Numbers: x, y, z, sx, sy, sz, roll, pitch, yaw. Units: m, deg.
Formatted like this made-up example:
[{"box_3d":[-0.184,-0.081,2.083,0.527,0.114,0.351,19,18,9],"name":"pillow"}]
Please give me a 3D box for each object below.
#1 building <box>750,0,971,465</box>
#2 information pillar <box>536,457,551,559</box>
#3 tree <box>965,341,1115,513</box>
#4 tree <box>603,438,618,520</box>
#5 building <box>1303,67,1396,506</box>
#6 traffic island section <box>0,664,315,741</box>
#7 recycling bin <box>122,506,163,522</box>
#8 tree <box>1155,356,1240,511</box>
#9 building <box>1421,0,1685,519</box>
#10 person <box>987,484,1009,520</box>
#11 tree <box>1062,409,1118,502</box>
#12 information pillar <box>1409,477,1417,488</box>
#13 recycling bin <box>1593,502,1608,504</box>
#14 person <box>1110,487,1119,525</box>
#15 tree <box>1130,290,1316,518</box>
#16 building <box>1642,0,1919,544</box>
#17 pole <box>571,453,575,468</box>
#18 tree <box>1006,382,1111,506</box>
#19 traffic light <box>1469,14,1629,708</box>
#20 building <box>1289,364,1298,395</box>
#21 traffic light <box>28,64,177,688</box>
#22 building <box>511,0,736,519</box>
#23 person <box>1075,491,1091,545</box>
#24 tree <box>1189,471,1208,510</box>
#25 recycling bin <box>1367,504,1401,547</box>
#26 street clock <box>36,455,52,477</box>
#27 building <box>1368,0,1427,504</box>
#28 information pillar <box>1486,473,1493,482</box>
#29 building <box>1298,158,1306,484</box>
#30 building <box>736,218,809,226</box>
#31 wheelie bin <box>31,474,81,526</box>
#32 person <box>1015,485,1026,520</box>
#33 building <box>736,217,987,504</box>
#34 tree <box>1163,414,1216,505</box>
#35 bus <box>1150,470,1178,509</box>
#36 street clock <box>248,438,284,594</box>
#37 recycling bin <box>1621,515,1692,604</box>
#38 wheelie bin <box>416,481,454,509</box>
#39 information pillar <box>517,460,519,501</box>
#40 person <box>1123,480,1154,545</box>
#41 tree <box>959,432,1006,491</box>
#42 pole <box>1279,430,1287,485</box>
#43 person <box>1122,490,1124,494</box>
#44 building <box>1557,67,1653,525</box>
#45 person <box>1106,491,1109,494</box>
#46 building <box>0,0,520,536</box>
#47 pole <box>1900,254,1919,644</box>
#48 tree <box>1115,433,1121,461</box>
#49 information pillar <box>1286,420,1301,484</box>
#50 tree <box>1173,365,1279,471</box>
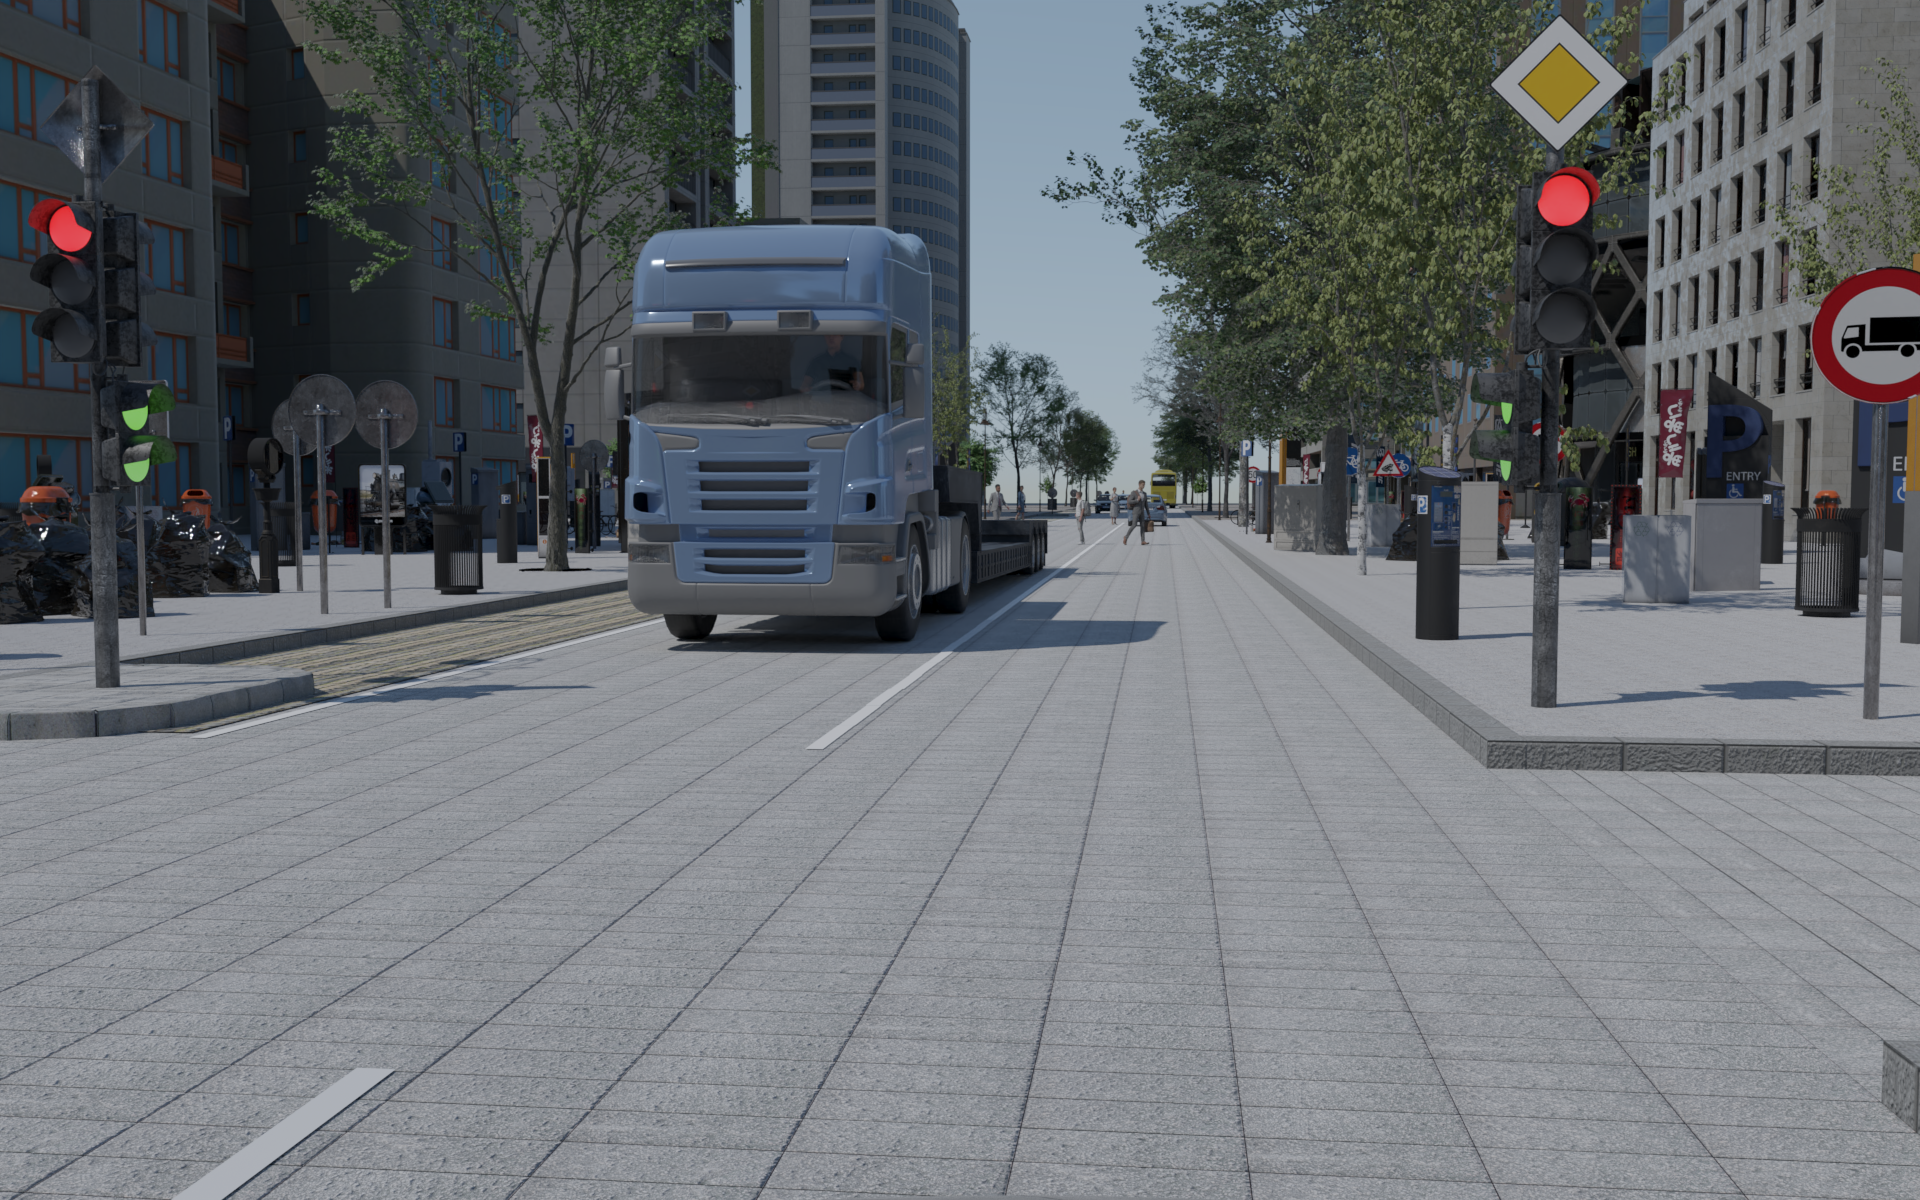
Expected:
[{"box_3d":[-10.818,-40.188,199.073,21.231,58.520,28.212,0,4,7],"name":"building"},{"box_3d":[-8.217,-1.835,34.488,0.304,2.012,0.304,1,4,12],"name":"information pillar"},{"box_3d":[3.890,-11.764,118.090,9.928,11.665,9.643,0,3,0],"name":"tree"},{"box_3d":[-16.492,-6.252,85.934,4.285,4.588,4.351,0,3,0],"name":"tree"},{"box_3d":[50.417,-34.803,192.733,21.300,48.544,21.600,0,4,7],"name":"building"},{"box_3d":[-5.685,0.658,11.529,2.009,0.180,2.903,0,4,7],"name":"traffic island section"},{"box_3d":[-17.299,-1.469,36.574,0.722,1.027,0.722,-3,4,-38],"name":"recycling bin"},{"box_3d":[18.314,-12.858,128.361,7.486,12.596,7.792,0,3,0],"name":"tree"},{"box_3d":[36.909,-27.966,107.351,14.600,45.320,14.200,0,4,7],"name":"building"},{"box_3d":[1.331,-3.270,62.231,0.678,1.792,0.850,-2,4,-32],"name":"person"},{"box_3d":[17.360,-19.197,232.002,7.486,12.596,7.792,0,3,0],"name":"tree"},{"box_3d":[19.363,-4.256,74.075,0.304,2.012,0.304,0,4,1],"name":"information pillar"},{"box_3d":[19.541,-2.508,53.559,0.722,1.027,0.722,0,4,-5],"name":"recycling bin"},{"box_3d":[7.242,-4.383,80.726,0.480,1.755,0.524,-3,4,-37],"name":"person"},{"box_3d":[14.201,-11.096,91.782,12.009,13.543,11.850,0,3,0],"name":"tree"},{"box_3d":[28.360,-12.058,51.897,10.420,20.320,16.860,0,4,7],"name":"building"},{"box_3d":[-19.234,-5.647,86.172,0.158,3.312,0.155,0,3,0],"name":"pole"},{"box_3d":[7.787,-12.824,144.085,8.767,10.594,7.601,-2,4,-29],"name":"tree"},{"box_3d":[3.504,-1.310,10.335,0.839,4.253,0.868,0,4,7],"name":"traffic light"},{"box_3d":[51.375,-28.249,233.570,14.160,30.474,14.107,0,4,7],"name":"building"},{"box_3d":[-5.647,-1.374,11.389,0.839,4.253,0.868,0,4,7],"name":"traffic light"},{"box_3d":[-21.745,-40.349,97.960,20.563,71.187,20.611,0,4,7],"name":"building"},{"box_3d":[3.443,-2.335,49.268,0.523,1.515,0.503,-3,5,-41],"name":"person"},{"box_3d":[19.925,-9.042,142.437,1.663,3.219,1.824,0,3,0],"name":"tree"},{"box_3d":[10.357,-1.831,42.484,0.722,1.027,0.722,0,4,-3],"name":"recycling bin"},{"box_3d":[-16.908,-1.679,32.024,0.358,2.002,0.471,-2,4,-31],"name":"street clock"},{"box_3d":[43.204,-28.984,128.521,22.147,44.769,28.867,0,4,7],"name":"building"},{"box_3d":[18.609,-3.445,60.815,0.304,2.012,0.304,1,4,16],"name":"information pillar"},{"box_3d":[53.528,-36.109,214.077,21.300,48.544,21.600,0,4,7],"name":"building"},{"box_3d":[-22.050,-17.092,124.489,27.650,21.520,28.899,0,4,7],"name":"building"},{"box_3d":[-14.686,-1.232,28.047,0.693,1.594,0.980,0,4,4],"name":"wheelie bin"},{"box_3d":[2.725,-4.230,77.678,0.581,1.822,0.654,-3,5,-43],"name":"person"},{"box_3d":[-13.245,-32.677,226.148,32.217,40.220,23.993,0,4,7],"name":"building"},{"box_3d":[28.396,-17.452,211.087,9.928,11.665,9.643,0,3,0],"name":"tree"},{"box_3d":[20.582,-11.214,174.888,2.896,3.916,12.252,0,4,7],"name":"bus"},{"box_3d":[-8.948,-1.089,22.382,0.358,2.002,0.471,1,4,11],"name":"street clock"},{"box_3d":[8.286,-0.494,20.629,0.722,1.027,0.722,1,4,19],"name":"recycling bin"},{"box_3d":[-13.032,-2.139,42.889,0.693,1.594,0.980,2,4,29],"name":"wheelie bin"},{"box_3d":[-19.245,-5.105,74.829,0.183,3.616,0.504,1,4,17],"name":"information pillar"},{"box_3d":[4.994,-2.446,48.461,0.622,1.834,0.822,-3,5,-42],"name":"person"},{"box_3d":[0.777,-6.588,91.425,4.285,4.588,4.351,0,3,0],"name":"tree"},{"box_3d":[9.270,-3.420,49.765,0.158,3.312,0.155,0,3,0],"name":"pole"},{"box_3d":[16.493,-10.163,174.657,0.705,1.826,1.348,2,4,34],"name":"person"},{"box_3d":[33.912,-12.623,73.837,16.820,18.784,16.811,0,4,7],"name":"building"},{"box_3d":[16.824,-11.524,196.931,1.348,1.822,0.705,2,4,28],"name":"person"},{"box_3d":[-30.963,-12.459,48.750,27.650,21.520,28.899,0,4,7],"name":"building"},{"box_3d":[8.203,-1.281,14.789,0.158,3.312,0.155,0,3,0],"name":"pole"},{"box_3d":[19.267,-19.538,245.206,9.928,11.665,9.643,0,3,0],"name":"tree"},{"box_3d":[10.335,-3.820,53.816,0.504,3.616,0.183,1,4,23],"name":"information pillar"},{"box_3d":[17.184,-10.732,109.884,7.601,10.594,8.767,-3,4,-37],"name":"tree"}]
